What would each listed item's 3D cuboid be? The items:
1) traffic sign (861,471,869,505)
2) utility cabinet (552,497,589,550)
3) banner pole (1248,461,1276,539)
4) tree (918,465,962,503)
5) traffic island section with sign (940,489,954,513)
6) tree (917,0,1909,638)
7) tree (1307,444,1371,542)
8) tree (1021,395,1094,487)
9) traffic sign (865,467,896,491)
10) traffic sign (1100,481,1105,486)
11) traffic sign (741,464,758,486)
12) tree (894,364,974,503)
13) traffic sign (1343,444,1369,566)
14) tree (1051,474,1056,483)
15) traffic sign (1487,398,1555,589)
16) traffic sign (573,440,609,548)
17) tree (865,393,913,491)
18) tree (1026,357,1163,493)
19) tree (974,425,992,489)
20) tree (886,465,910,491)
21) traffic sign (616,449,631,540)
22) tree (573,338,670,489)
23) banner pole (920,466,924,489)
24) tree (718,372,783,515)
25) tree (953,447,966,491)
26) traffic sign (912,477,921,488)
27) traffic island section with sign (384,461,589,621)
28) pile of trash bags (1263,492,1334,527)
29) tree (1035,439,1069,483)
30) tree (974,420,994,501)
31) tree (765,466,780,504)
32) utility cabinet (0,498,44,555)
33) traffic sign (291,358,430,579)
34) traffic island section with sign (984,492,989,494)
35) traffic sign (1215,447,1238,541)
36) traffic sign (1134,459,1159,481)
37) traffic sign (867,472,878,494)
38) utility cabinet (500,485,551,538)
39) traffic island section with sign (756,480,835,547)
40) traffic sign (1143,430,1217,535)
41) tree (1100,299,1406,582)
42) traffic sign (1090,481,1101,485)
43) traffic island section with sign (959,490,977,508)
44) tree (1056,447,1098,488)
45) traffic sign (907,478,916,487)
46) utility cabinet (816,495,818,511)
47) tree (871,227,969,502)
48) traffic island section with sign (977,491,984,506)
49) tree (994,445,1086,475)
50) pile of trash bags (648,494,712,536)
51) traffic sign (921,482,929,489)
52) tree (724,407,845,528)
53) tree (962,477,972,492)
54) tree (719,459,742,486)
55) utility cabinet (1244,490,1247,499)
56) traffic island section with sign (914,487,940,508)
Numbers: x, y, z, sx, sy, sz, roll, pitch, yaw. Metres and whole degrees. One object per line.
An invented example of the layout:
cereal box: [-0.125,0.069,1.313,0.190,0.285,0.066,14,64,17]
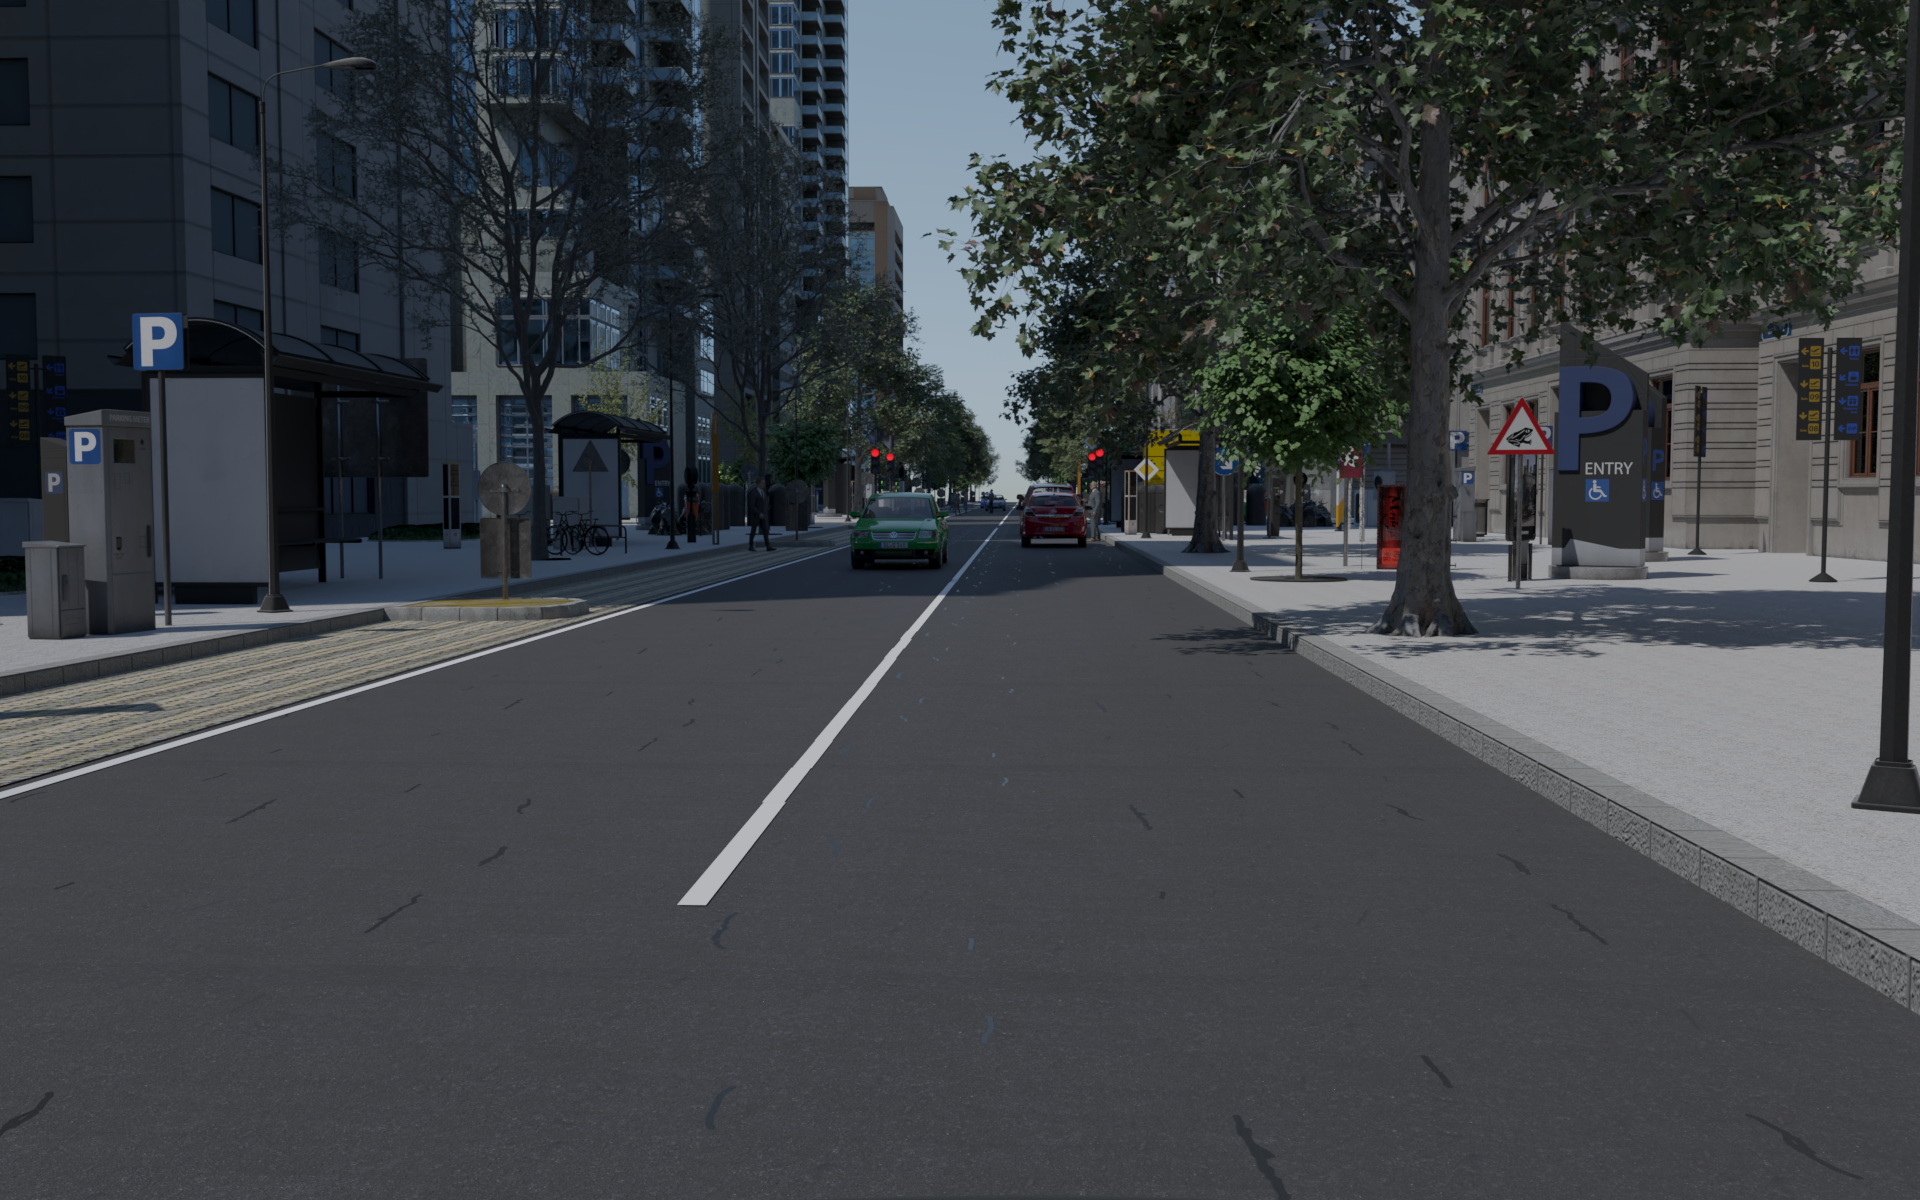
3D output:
traffic sign: [-5.340,-5.969,97.695,0.768,2.556,0.104,0,4,5]
utility cabinet: [-8.965,-1.758,39.909,1.020,1.237,0.306,3,5,41]
banner pole: [8.728,-3.669,50.008,0.863,3.779,0.401,2,4,27]
tree: [-2.486,-11.511,171.922,4.285,4.588,4.351,0,3,0]
traffic island section with sign: [-1.349,-7.409,129.767,1.989,1.847,2.006,0,4,2]
tree: [4.390,-6.034,15.672,9.611,12.733,9.660,0,3,0]
tree: [10.584,-5.875,46.417,4.737,8.622,4.395,0,3,0]
tree: [7.906,-11.729,126.177,7.601,10.594,8.767,-2,4,-24]
traffic sign: [-5.681,-7.953,123.911,2.265,3.308,0.079,1,4,11]
traffic sign: [8.410,-6.256,102.387,0.768,2.556,0.104,1,4,8]
traffic sign: [-8.836,-4.446,72.802,0.768,2.556,0.104,1,4,9]
tree: [-3.098,-14.229,150.776,7.486,12.596,7.792,0,3,0]
traffic sign: [6.839,-1.868,30.654,0.768,2.556,0.104,0,4,7]
tree: [11.276,-12.254,184.069,4.285,4.588,4.351,0,3,0]
traffic sign: [7.577,-1.434,23.442,0.884,2.594,0.081,0,4,7]
traffic sign: [-8.854,-2.538,41.506,0.884,2.594,0.081,0,4,5]
tree: [-4.824,-10.301,118.790,4.360,8.622,3.978,0,3,0]
tree: [7.748,-10.854,95.590,7.486,12.596,7.792,0,3,0]
tree: [0.633,-20.414,251.897,7.486,12.596,7.792,0,3,0]
tree: [-4.159,-7.298,113.927,1.663,3.219,1.824,0,3,0]
traffic sign: [-9.504,-2.928,47.982,0.768,2.556,0.104,0,4,6]
tree: [-16.225,-8.087,82.579,4.737,8.622,4.395,0,3,0]
banner pole: [-3.066,-9.134,139.363,0.401,3.779,0.863,-2,4,-24]
tree: [-12.801,-9.498,105.646,4.737,8.622,4.395,0,3,0]
tree: [-0.664,-15.891,210.182,4.737,8.622,4.395,0,3,0]
traffic sign: [-3.267,-7.905,129.349,0.768,2.556,0.104,0,4,7]
traffic island section with sign: [-5.463,-0.716,20.343,1.989,1.847,2.006,0,4,2]
pile of trash bags: [12.910,-3.514,67.202,3.447,1.369,1.912,-3,5,-45]
tree: [9.750,-13.457,170.392,4.737,8.622,4.395,0,3,0]
tree: [1.167,-21.947,269.194,12.009,13.543,11.850,0,3,0]
tree: [-12.923,-7.522,117.586,1.663,3.219,1.824,0,3,0]
utility cabinet: [-14.372,-0.939,26.515,1.020,1.237,0.306,2,4,34]
traffic sign: [-9.073,-1.975,26.162,2.265,3.308,0.079,1,4,12]
traffic island section with sign: [3.584,-15.448,261.200,1.989,1.847,2.006,0,4,2]
traffic sign: [7.173,-2.871,47.055,0.768,2.556,0.104,0,4,4]
traffic sign: [5.777,-3.212,53.709,0.795,2.450,0.064,0,4,3]
traffic sign: [-4.850,-5.941,97.235,0.768,2.556,0.104,0,4,5]
utility cabinet: [-10.694,-2.075,42.605,1.173,1.500,0.318,-2,4,-33]
traffic island section with sign: [-4.446,-2.364,47.279,1.989,1.847,2.006,0,4,2]
traffic sign: [6.824,-3.669,53.853,2.265,3.308,0.079,0,4,6]
tree: [5.009,-2.573,25.775,4.285,4.588,4.351,0,3,0]
traffic sign: [7.870,-6.231,101.879,0.884,2.594,0.081,0,4,5]
traffic island section with sign: [0.513,-10.436,179.252,1.989,1.847,2.006,0,4,2]
tree: [7.780,-6.157,84.378,4.285,4.588,4.351,0,3,0]
traffic sign: [-3.689,-7.736,126.492,0.884,2.594,0.081,0,4,6]
utility cabinet: [-10.612,-7.101,127.261,0.306,1.237,1.020,0,4,-2]
tree: [-6.305,-8.780,53.931,12.009,13.543,11.850,0,3,0]
traffic island section with sign: [1.537,-12.092,206.333,1.989,1.847,2.006,0,4,2]
tree: [13.370,-20.182,240.342,12.009,13.543,11.850,0,3,0]
pile of trash bags: [-8.575,-2.701,53.917,1.912,1.369,3.447,-1,4,-19]
traffic sign: [-2.857,-8.540,141.759,0.606,2.300,0.079,1,4,8]
tree: [-5.956,-5.005,65.538,4.285,4.588,4.351,0,3,0]
tree: [0.129,-15.140,231.259,4.285,4.588,4.351,0,3,0]
tree: [-13.066,-6.139,94.975,1.663,3.219,1.824,0,3,0]
utility cabinet: [17.465,-5.801,103.523,1.173,1.500,0.318,1,4,22]
traffic island section with sign: [-2.357,-5.762,102.830,1.989,1.847,2.006,0,4,2]
